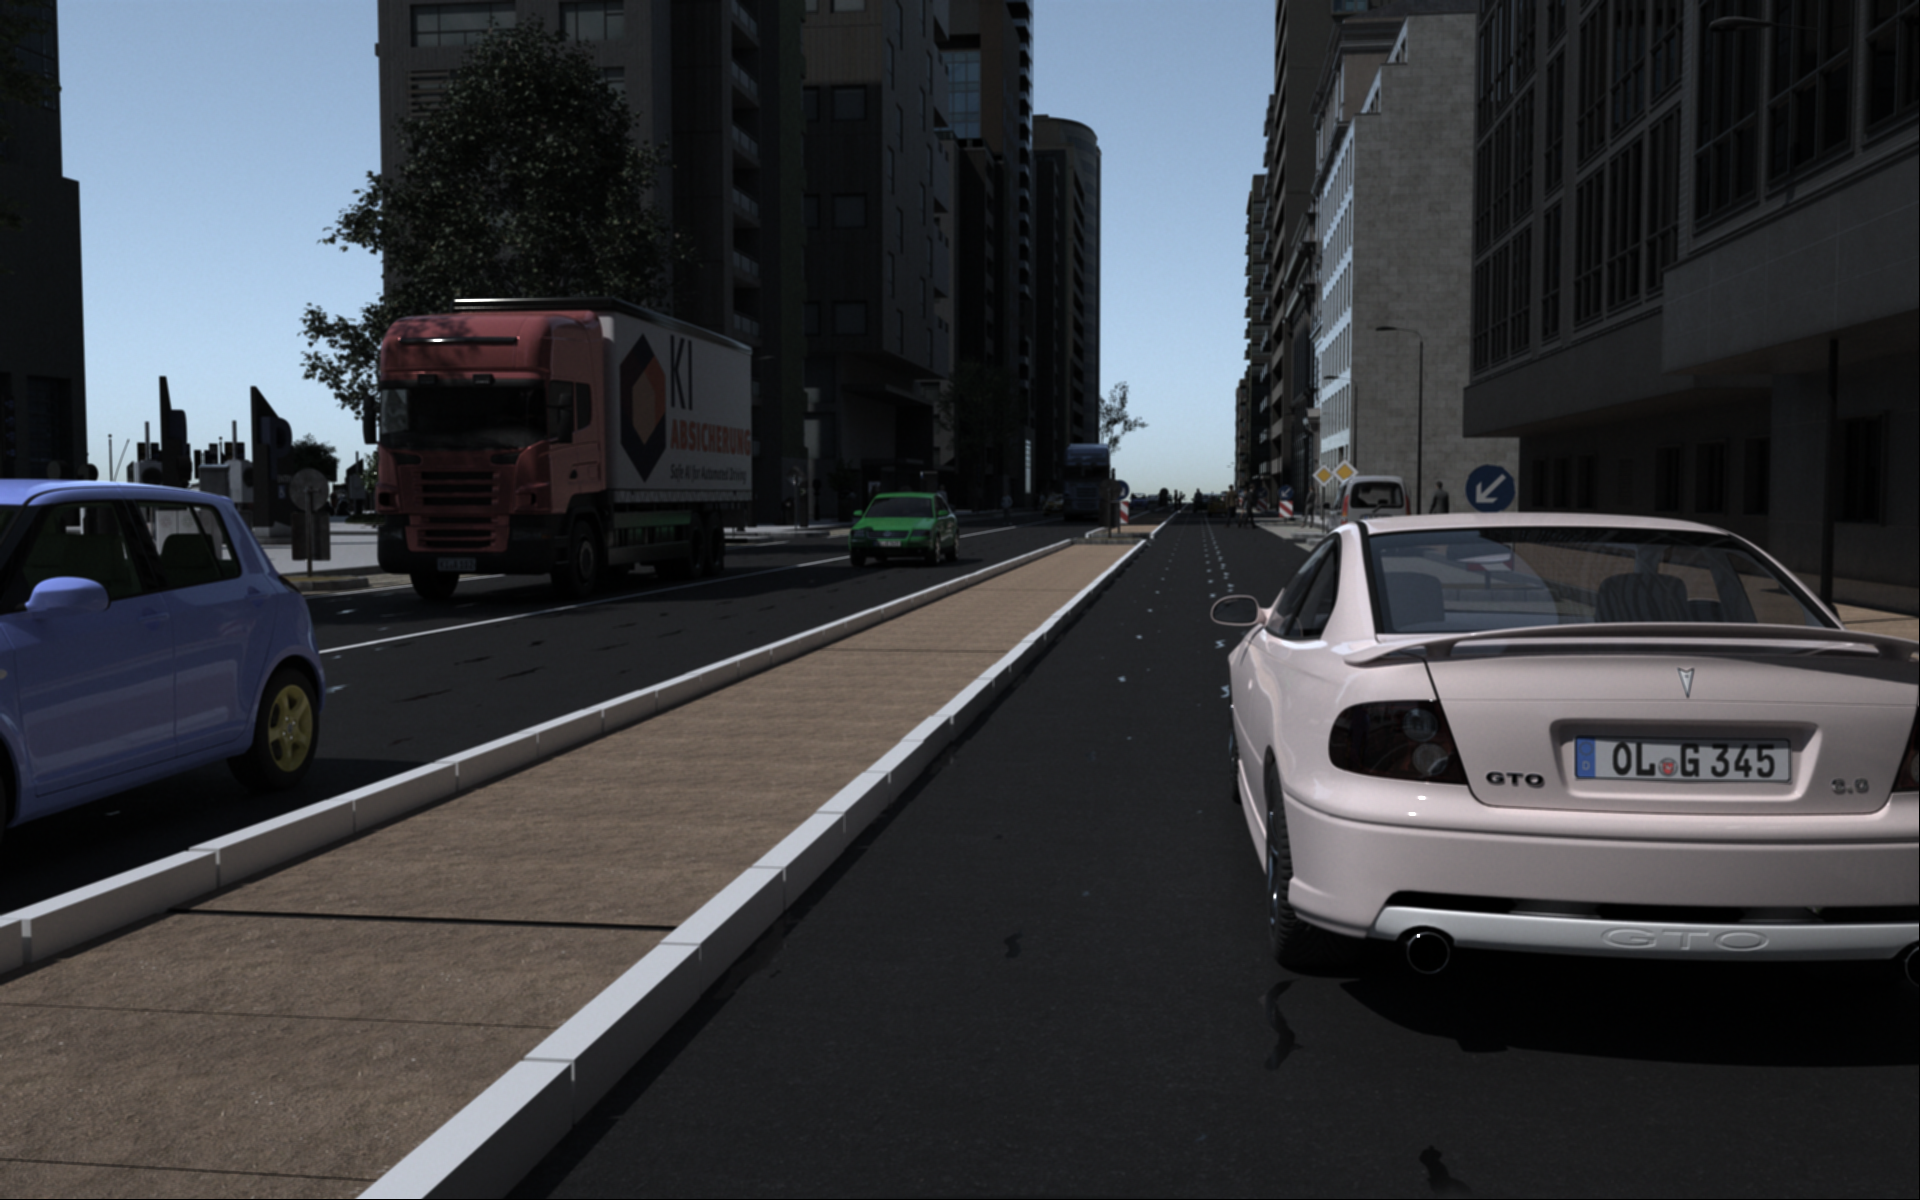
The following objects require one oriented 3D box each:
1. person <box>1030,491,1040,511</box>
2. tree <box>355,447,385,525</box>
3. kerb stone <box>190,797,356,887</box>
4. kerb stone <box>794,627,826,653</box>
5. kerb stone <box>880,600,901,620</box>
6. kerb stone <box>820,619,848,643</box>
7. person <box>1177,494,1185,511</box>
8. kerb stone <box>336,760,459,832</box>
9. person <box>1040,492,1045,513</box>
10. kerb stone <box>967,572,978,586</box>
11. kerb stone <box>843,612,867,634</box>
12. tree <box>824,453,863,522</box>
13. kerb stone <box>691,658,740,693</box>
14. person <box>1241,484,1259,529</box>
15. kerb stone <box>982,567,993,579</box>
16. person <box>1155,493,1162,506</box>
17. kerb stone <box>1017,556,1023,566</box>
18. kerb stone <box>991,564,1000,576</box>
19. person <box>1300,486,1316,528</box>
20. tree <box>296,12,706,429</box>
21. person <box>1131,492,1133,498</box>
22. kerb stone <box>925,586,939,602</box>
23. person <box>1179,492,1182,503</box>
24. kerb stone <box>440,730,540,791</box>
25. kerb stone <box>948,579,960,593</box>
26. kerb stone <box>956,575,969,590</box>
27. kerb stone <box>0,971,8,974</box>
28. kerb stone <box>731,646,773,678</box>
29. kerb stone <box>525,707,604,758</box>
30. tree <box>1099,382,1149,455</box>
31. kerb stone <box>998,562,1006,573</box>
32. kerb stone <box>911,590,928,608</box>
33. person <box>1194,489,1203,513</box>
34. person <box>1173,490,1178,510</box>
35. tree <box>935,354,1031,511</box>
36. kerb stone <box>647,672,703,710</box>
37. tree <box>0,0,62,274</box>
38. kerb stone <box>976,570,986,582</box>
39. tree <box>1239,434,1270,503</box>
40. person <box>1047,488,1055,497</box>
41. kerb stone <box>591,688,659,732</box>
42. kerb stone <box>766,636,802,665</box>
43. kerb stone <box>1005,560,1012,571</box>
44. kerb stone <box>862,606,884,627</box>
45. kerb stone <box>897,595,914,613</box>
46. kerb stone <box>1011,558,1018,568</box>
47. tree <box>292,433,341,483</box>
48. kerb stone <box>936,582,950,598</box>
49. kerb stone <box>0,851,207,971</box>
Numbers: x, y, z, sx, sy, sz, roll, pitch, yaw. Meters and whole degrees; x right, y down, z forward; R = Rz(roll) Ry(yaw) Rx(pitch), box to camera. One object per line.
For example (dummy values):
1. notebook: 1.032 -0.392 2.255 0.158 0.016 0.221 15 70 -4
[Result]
1. person: 6.419 -8.461 147.539 0.721 1.736 1.217 -3 5 -41
2. tree: -23.877 -4.670 70.962 1.663 3.219 1.824 0 3 0
3. kerb stone: -2.668 0.944 6.767 0.120 0.150 1.000 0 4 8
4. kerb stone: -1.418 0.385 15.897 0.120 0.150 1.000 0 4 8
5. kerb stone: -0.856 0.137 19.960 0.120 0.150 1.000 0 4 8
6. kerb stone: -1.279 0.324 16.912 0.120 0.150 1.000 0 4 8
7. person: 19.125 -8.426 149.447 0.628 1.438 0.799 2 4 34
8. kerb stone: -2.534 0.884 7.780 0.120 0.150 1.000 0 4 8
9. person: 6.088 -7.231 128.542 0.330 1.601 0.589 -2 4 -28
10. kerb stone: 0.116 -0.298 27.073 0.120 0.150 1.000 0 4 8
11. kerb stone: -1.138 0.261 17.931 0.120 0.150 1.000 0 4 8
12. tree: -5.621 -5.301 81.280 1.663 3.219 1.824 0 3 0
13. kerb stone: -1.838 0.572 12.855 0.120 0.150 1.000 0 4 8
14. person: 12.025 -3.867 71.500 0.755 1.850 0.659 0 4 -4
15. kerb stone: 0.390 -0.423 29.111 0.120 0.150 1.000 0 4 8
16. person: 24.121 -12.215 208.230 1.348 1.821 0.705 0 4 1
17. kerb stone: 1.093 -0.735 34.206 0.120 0.150 1.000 0 4 8
18. kerb stone: 0.529 -0.485 30.132 0.120 0.150 1.000 0 4 8
19. person: 14.662 -3.925 72.942 0.573 1.790 0.520 2 4 34
20. tree: -10.500 -7.639 41.901 9.611 12.733 9.660 0 3 0
21. person: 28.632 -17.027 287.804 0.541 1.710 0.530 0 4 6
22. kerb stone: -0.440 -0.050 23.015 0.120 0.150 1.000 0 4 8
23. person: 26.982 -12.433 212.500 0.721 1.743 1.217 0 4 1
24. kerb stone: -2.394 0.820 8.801 0.120 0.150 1.000 0 4 8
25. kerb stone: -0.165 -0.174 25.041 0.120 0.150 1.000 0 4 8
26. kerb stone: -0.031 -0.236 26.059 0.120 0.150 1.000 0 4 8
27. kerb stone: -2.955 1.068 4.736 0.120 0.150 1.000 0 4 8
28. kerb stone: -1.698 0.509 13.869 0.120 0.150 1.000 0 4 8
29. kerb stone: -2.259 0.757 9.817 0.120 0.150 1.000 0 4 8
30. tree: 25.311 -26.589 290.618 12.611 20.169 13.585 0 3 0
31. kerb stone: 0.670 -0.548 31.147 0.120 0.150 1.000 0 4 8
32. kerb stone: -0.581 0.012 21.994 0.120 0.150 1.000 0 4 8
33. person: 17.679 -7.342 128.382 0.661 1.843 0.795 1 4 15
34. person: 19.088 -8.863 153.415 0.705 1.823 1.348 0 4 -6
35. tree: 1.691 -12.477 129.759 9.928 11.665 9.643 0 3 0
36. kerb stone: -1.973 0.637 11.842 0.120 0.150 1.000 0 4 8
37. tree: -13.659 -6.108 17.999 7.486 12.596 7.792 0 3 0
38. kerb stone: 0.253 -0.352 28.087 0.120 0.150 1.000 0 4 8
39. tree: 36.420 -16.139 214.231 4.360 8.622 3.978 0 3 0
40. person: 6.552 -7.052 123.894 0.679 1.850 0.850 1 4 18
41. kerb stone: -2.114 0.695 10.829 0.120 0.150 1.000 0 4 8
42. kerb stone: -1.554 0.447 14.884 0.120 0.150 1.000 0 4 8
43. kerb stone: 0.811 -0.610 32.169 0.120 0.150 1.000 0 4 8
44. kerb stone: -1.004 0.199 18.945 0.120 0.150 1.000 0 4 8
45. kerb stone: -0.724 0.075 20.974 0.120 0.150 1.000 0 4 8
46. kerb stone: 0.951 -0.673 33.193 0.120 0.150 1.000 0 4 8
47. tree: -34.979 -6.680 92.928 4.285 4.588 4.351 0 3 0
48. kerb stone: -0.309 -0.112 24.029 0.120 0.150 1.000 0 4 8
49. kerb stone: -2.807 1.012 5.754 0.120 0.150 1.000 0 4 8
